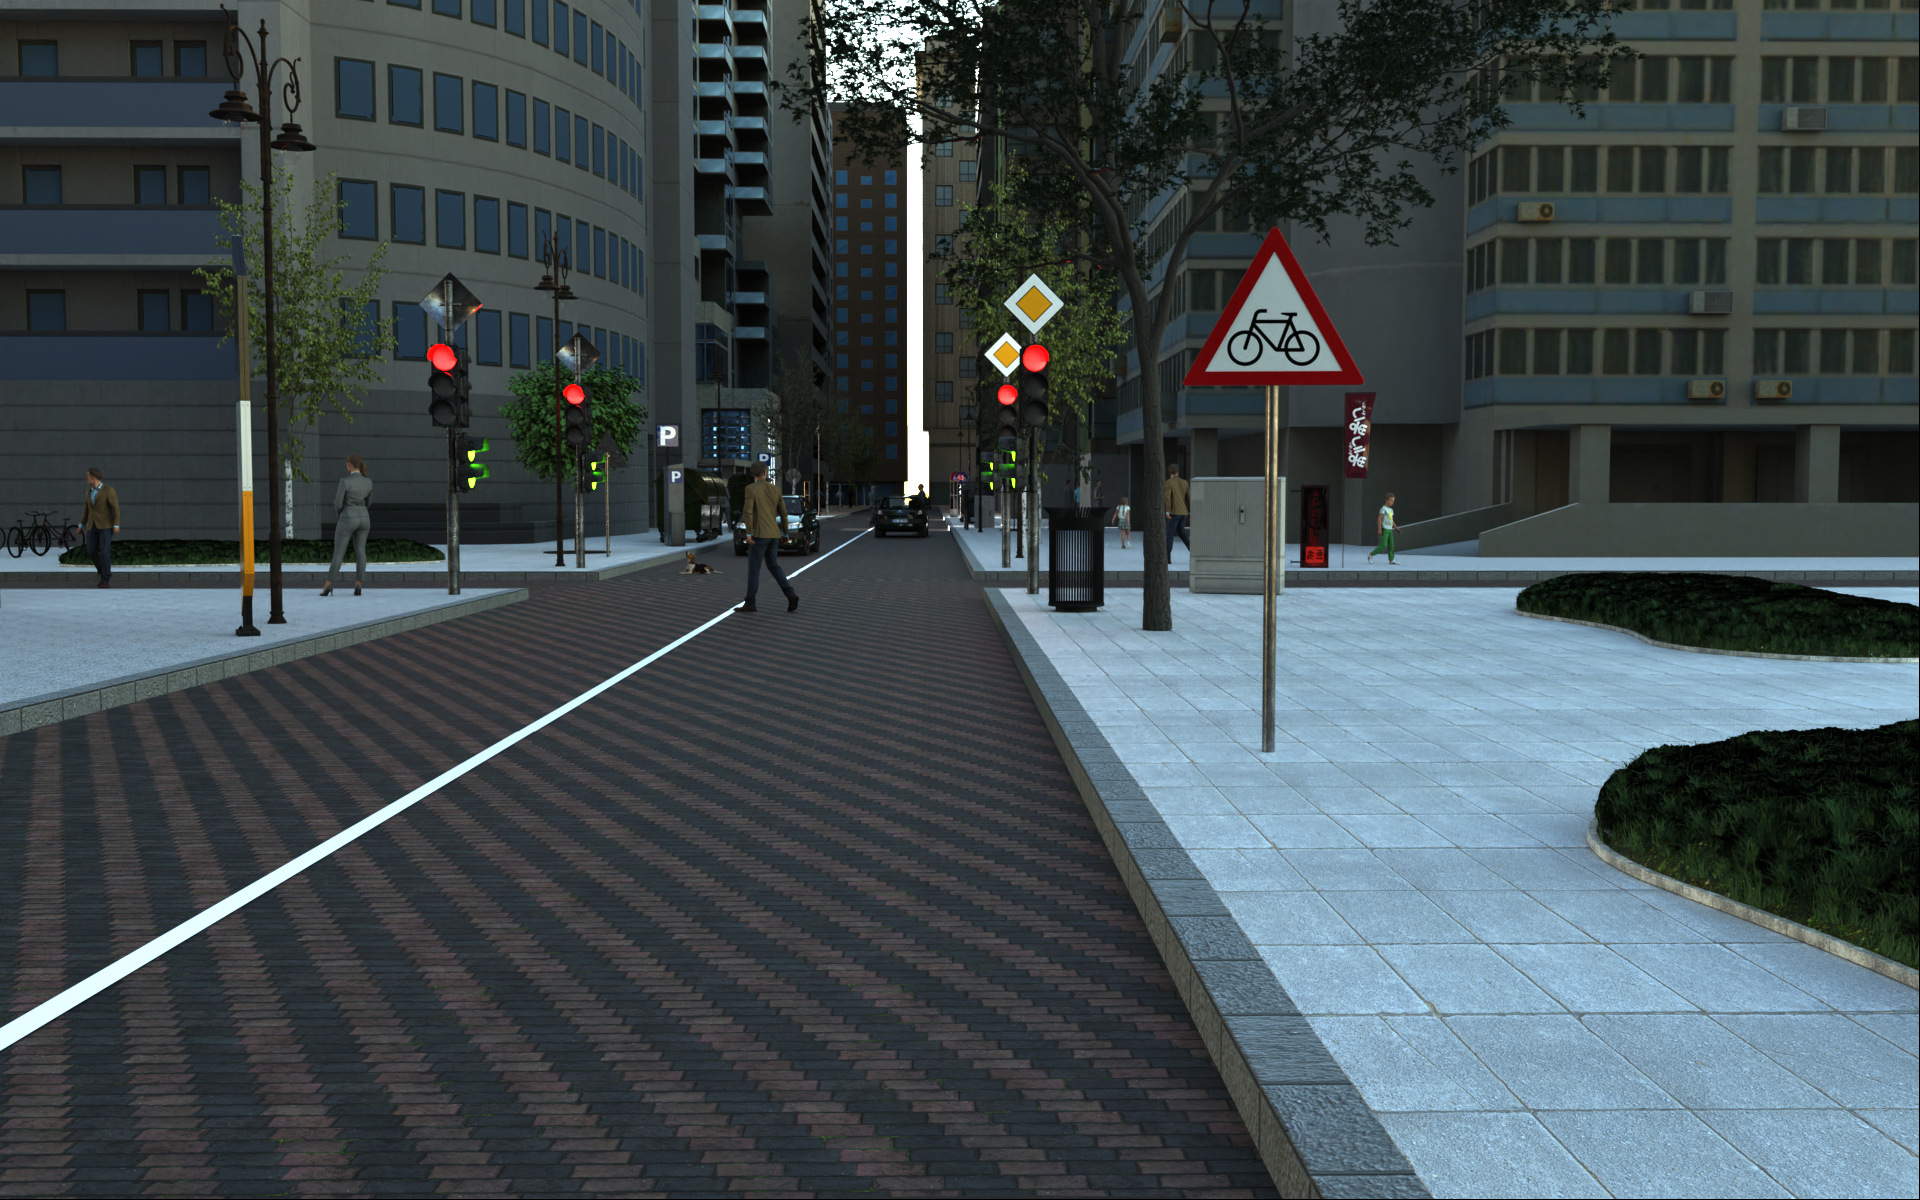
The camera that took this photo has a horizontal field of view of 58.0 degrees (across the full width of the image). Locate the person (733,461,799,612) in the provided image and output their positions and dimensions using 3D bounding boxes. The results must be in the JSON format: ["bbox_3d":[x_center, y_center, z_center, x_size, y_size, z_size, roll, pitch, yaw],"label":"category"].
[{"bbox_3d":[-2.347,-0.777,21.107,0.836,1.842,0.656,1,4,14],"label":"person"}]

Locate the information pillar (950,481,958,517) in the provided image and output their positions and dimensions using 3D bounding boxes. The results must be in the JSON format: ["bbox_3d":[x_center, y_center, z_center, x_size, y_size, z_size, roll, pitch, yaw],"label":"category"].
[{"bbox_3d":[-0.336,-5.543,95.122,0.304,2.012,0.304,-3,5,-43],"label":"information pillar"}]

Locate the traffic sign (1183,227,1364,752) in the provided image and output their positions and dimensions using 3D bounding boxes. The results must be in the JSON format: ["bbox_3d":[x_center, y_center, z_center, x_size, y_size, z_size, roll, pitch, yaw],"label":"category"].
[{"bbox_3d":[1.534,-0.523,8.549,0.884,2.594,0.081,0,4,1],"label":"traffic sign"}]

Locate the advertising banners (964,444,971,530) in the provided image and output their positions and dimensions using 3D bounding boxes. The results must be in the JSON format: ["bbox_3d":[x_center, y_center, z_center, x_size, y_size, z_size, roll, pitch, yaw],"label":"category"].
[{"bbox_3d":[0.255,-4.023,61.963,0.090,3.025,2.074,0,4,-4],"label":"advertising banners"}]

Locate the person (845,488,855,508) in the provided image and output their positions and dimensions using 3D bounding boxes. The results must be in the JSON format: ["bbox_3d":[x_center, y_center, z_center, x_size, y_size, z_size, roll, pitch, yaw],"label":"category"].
[{"bbox_3d":[-9.971,-9.284,157.466,1.348,1.869,0.705,3,5,44],"label":"person"}]

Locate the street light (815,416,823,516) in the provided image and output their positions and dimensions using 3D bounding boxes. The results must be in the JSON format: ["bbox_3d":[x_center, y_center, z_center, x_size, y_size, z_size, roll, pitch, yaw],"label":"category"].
[{"bbox_3d":[-8.121,-7.780,99.990,0.468,5.910,1.993,0,4,-1],"label":"street light"}]

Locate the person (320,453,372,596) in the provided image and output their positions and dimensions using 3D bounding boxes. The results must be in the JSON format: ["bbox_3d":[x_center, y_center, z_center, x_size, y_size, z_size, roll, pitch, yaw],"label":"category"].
[{"bbox_3d":[-7.743,-0.950,21.852,0.573,1.790,0.520,1,4,21],"label":"person"}]

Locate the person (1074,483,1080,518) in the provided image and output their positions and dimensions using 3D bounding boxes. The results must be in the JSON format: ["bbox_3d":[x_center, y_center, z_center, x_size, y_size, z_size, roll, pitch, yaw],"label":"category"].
[{"bbox_3d":[5.801,-4.835,84.962,0.748,1.841,0.638,-2,4,-29],"label":"person"}]

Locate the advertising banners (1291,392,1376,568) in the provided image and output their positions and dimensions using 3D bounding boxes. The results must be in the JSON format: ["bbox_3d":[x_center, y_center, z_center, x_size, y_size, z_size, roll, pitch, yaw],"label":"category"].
[{"bbox_3d":[6.131,-2.070,30.033,2.074,3.025,0.090,1,4,14],"label":"advertising banners"}]

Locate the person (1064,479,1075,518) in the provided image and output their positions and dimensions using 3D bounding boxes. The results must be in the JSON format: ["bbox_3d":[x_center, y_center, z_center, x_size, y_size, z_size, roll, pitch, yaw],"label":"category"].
[{"bbox_3d":[3.966,-3.445,62.464,0.767,1.812,0.694,0,4,-5],"label":"person"}]

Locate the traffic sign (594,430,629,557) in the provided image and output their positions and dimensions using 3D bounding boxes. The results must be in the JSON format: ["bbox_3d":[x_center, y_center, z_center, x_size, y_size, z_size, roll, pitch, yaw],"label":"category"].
[{"bbox_3d":[-7.161,-2.150,35.156,0.884,2.594,0.081,0,4,7],"label":"traffic sign"}]

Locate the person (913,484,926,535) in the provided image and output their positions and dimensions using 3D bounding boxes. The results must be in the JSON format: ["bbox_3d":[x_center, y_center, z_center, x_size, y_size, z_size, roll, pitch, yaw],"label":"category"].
[{"bbox_3d":[-1.462,-3.220,61.319,0.590,1.801,0.661,0,4,2],"label":"person"}]

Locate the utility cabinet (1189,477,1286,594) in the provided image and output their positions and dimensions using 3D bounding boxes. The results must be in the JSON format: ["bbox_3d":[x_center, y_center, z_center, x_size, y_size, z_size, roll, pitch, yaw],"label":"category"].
[{"bbox_3d":[3.556,-0.829,22.228,1.173,1.500,0.318,1,4,22],"label":"utility cabinet"}]

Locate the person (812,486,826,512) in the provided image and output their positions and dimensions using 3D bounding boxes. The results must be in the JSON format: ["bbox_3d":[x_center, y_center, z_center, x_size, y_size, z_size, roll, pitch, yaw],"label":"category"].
[{"bbox_3d":[-9.984,-7.131,122.612,1.348,1.826,0.705,3,4,37],"label":"person"}]

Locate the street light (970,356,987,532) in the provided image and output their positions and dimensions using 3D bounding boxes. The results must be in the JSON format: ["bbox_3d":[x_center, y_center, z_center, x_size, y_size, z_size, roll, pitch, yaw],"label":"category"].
[{"bbox_3d":[0.683,-5.214,58.041,0.468,5.910,1.993,0,4,-1],"label":"street light"}]

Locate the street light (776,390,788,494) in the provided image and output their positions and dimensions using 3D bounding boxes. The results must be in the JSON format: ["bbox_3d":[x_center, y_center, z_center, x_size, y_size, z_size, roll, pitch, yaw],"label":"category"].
[{"bbox_3d":[-7.879,-6.373,76.993,0.468,5.910,1.993,0,4,-1],"label":"street light"}]

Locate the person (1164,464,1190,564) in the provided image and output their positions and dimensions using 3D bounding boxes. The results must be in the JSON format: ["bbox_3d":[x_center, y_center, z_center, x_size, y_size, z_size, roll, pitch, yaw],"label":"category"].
[{"bbox_3d":[4.012,-1.577,31.744,0.836,1.842,0.656,1,4,22],"label":"person"}]

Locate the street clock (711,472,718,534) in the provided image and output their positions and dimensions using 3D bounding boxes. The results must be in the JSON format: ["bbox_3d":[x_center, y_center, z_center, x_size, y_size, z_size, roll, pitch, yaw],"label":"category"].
[{"bbox_3d":[-7.939,-3.151,56.091,0.358,2.002,0.471,-2,4,-34],"label":"street clock"}]

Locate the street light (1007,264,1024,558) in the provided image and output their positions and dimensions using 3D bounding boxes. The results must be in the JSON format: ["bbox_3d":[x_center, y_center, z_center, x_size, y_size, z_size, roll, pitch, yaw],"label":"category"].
[{"bbox_3d":[1.199,-3.781,34.604,0.468,5.910,1.993,0,4,-1],"label":"street light"}]

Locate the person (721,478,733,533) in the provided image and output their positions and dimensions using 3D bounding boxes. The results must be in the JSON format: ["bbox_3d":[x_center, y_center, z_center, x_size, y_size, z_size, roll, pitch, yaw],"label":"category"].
[{"bbox_3d":[-7.825,-3.135,57.488,0.537,1.800,0.526,3,4,38],"label":"person"}]

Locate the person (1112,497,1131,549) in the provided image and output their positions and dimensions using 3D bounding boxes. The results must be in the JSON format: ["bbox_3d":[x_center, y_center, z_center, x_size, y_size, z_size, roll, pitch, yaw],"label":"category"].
[{"bbox_3d":[3.794,-1.808,40.619,0.505,1.210,0.382,1,4,21],"label":"person"}]

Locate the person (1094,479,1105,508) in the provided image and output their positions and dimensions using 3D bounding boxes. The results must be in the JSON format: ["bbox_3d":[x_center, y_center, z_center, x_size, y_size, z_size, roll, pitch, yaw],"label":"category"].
[{"bbox_3d":[4.632,-3.129,57.548,0.374,1.781,0.599,1,4,21],"label":"person"}]

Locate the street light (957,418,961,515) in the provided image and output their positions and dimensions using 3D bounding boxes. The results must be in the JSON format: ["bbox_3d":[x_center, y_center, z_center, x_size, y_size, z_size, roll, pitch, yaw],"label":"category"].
[{"bbox_3d":[0.030,-8.081,104.905,0.468,5.910,1.993,0,4,-1],"label":"street light"}]

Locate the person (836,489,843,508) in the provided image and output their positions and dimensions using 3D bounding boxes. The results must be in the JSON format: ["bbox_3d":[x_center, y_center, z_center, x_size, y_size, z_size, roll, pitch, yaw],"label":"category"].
[{"bbox_3d":[-11.255,-9.440,161.322,0.756,1.711,0.436,-1,4,-22],"label":"person"}]

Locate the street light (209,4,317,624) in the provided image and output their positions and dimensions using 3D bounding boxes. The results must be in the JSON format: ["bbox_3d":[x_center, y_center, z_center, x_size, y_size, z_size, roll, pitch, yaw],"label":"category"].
[{"bbox_3d":[-6.780,-2.705,17.016,0.468,5.910,1.993,0,4,-1],"label":"street light"}]

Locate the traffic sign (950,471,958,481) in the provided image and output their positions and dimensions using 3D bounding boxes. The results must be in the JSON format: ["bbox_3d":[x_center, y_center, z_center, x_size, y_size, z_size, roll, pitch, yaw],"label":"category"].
[{"bbox_3d":[-0.166,-5.937,97.171,0.768,2.556,0.104,1,4,9],"label":"traffic sign"}]

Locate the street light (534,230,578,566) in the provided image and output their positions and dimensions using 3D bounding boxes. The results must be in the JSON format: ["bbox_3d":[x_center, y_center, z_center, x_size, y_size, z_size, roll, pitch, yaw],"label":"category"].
[{"bbox_3d":[-7.107,-3.537,30.616,0.468,5.910,1.993,0,4,-1],"label":"street light"}]

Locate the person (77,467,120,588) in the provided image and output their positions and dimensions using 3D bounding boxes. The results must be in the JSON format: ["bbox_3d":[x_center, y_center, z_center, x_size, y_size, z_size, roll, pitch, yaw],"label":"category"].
[{"bbox_3d":[-13.175,-1.106,26.495,0.656,1.842,0.836,-1,4,-16],"label":"person"}]

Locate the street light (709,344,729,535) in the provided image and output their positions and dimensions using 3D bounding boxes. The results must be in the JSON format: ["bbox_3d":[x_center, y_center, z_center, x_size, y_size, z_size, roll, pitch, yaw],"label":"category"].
[{"bbox_3d":[-7.449,-4.943,53.611,0.468,5.910,1.993,0,4,-1],"label":"street light"}]

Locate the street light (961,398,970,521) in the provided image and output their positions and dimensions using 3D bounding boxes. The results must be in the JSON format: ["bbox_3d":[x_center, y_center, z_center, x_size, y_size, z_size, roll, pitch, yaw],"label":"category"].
[{"bbox_3d":[0.424,-6.674,81.910,0.468,5.910,1.993,0,4,-1],"label":"street light"}]

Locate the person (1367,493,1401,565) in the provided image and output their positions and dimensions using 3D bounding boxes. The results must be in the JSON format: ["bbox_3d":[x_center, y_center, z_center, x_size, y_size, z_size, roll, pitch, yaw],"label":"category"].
[{"bbox_3d":[7.735,-1.301,31.566,0.590,1.304,0.306,2,4,24],"label":"person"}]

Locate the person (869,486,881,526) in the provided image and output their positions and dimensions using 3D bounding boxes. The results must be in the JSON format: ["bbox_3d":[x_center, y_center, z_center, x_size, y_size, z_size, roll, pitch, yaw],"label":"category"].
[{"bbox_3d":[-3.800,-4.203,77.389,0.590,1.801,0.661,-2,4,-25],"label":"person"}]

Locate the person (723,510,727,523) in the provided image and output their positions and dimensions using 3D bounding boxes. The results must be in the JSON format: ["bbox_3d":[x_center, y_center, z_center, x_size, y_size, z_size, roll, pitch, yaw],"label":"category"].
[{"bbox_3d":[-10.552,-4.280,76.127,0.694,1.812,0.767,-2,4,-34],"label":"person"}]

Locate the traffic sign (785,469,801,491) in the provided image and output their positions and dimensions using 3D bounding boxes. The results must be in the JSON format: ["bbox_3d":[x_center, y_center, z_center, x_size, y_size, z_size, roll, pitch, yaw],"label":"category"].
[{"bbox_3d":[-8.336,-5.285,86.509,0.768,2.556,0.104,0,4,1],"label":"traffic sign"}]

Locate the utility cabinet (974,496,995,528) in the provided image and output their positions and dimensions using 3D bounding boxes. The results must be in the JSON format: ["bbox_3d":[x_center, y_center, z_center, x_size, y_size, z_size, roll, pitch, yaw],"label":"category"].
[{"bbox_3d":[0.941,-3.372,66.296,0.306,1.237,1.020,2,4,34],"label":"utility cabinet"}]

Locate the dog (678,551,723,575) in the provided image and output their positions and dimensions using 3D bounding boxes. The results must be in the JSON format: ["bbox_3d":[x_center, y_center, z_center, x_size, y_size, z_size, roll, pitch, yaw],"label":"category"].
[{"bbox_3d":[-4.655,-0.664,31.046,0.748,0.427,0.550,0,4,5],"label":"dog"}]

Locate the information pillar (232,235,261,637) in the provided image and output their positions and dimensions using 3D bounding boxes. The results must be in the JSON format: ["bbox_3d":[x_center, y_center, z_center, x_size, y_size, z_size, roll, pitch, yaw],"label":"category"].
[{"bbox_3d":[-6.443,-1.482,15.580,0.183,3.616,0.504,-2,4,-27],"label":"information pillar"}]

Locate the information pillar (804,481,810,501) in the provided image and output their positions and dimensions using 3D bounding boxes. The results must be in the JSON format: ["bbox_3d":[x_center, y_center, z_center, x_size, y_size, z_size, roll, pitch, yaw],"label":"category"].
[{"bbox_3d":[-8.851,-5.869,100.445,0.304,2.012,0.304,0,4,6],"label":"information pillar"}]
